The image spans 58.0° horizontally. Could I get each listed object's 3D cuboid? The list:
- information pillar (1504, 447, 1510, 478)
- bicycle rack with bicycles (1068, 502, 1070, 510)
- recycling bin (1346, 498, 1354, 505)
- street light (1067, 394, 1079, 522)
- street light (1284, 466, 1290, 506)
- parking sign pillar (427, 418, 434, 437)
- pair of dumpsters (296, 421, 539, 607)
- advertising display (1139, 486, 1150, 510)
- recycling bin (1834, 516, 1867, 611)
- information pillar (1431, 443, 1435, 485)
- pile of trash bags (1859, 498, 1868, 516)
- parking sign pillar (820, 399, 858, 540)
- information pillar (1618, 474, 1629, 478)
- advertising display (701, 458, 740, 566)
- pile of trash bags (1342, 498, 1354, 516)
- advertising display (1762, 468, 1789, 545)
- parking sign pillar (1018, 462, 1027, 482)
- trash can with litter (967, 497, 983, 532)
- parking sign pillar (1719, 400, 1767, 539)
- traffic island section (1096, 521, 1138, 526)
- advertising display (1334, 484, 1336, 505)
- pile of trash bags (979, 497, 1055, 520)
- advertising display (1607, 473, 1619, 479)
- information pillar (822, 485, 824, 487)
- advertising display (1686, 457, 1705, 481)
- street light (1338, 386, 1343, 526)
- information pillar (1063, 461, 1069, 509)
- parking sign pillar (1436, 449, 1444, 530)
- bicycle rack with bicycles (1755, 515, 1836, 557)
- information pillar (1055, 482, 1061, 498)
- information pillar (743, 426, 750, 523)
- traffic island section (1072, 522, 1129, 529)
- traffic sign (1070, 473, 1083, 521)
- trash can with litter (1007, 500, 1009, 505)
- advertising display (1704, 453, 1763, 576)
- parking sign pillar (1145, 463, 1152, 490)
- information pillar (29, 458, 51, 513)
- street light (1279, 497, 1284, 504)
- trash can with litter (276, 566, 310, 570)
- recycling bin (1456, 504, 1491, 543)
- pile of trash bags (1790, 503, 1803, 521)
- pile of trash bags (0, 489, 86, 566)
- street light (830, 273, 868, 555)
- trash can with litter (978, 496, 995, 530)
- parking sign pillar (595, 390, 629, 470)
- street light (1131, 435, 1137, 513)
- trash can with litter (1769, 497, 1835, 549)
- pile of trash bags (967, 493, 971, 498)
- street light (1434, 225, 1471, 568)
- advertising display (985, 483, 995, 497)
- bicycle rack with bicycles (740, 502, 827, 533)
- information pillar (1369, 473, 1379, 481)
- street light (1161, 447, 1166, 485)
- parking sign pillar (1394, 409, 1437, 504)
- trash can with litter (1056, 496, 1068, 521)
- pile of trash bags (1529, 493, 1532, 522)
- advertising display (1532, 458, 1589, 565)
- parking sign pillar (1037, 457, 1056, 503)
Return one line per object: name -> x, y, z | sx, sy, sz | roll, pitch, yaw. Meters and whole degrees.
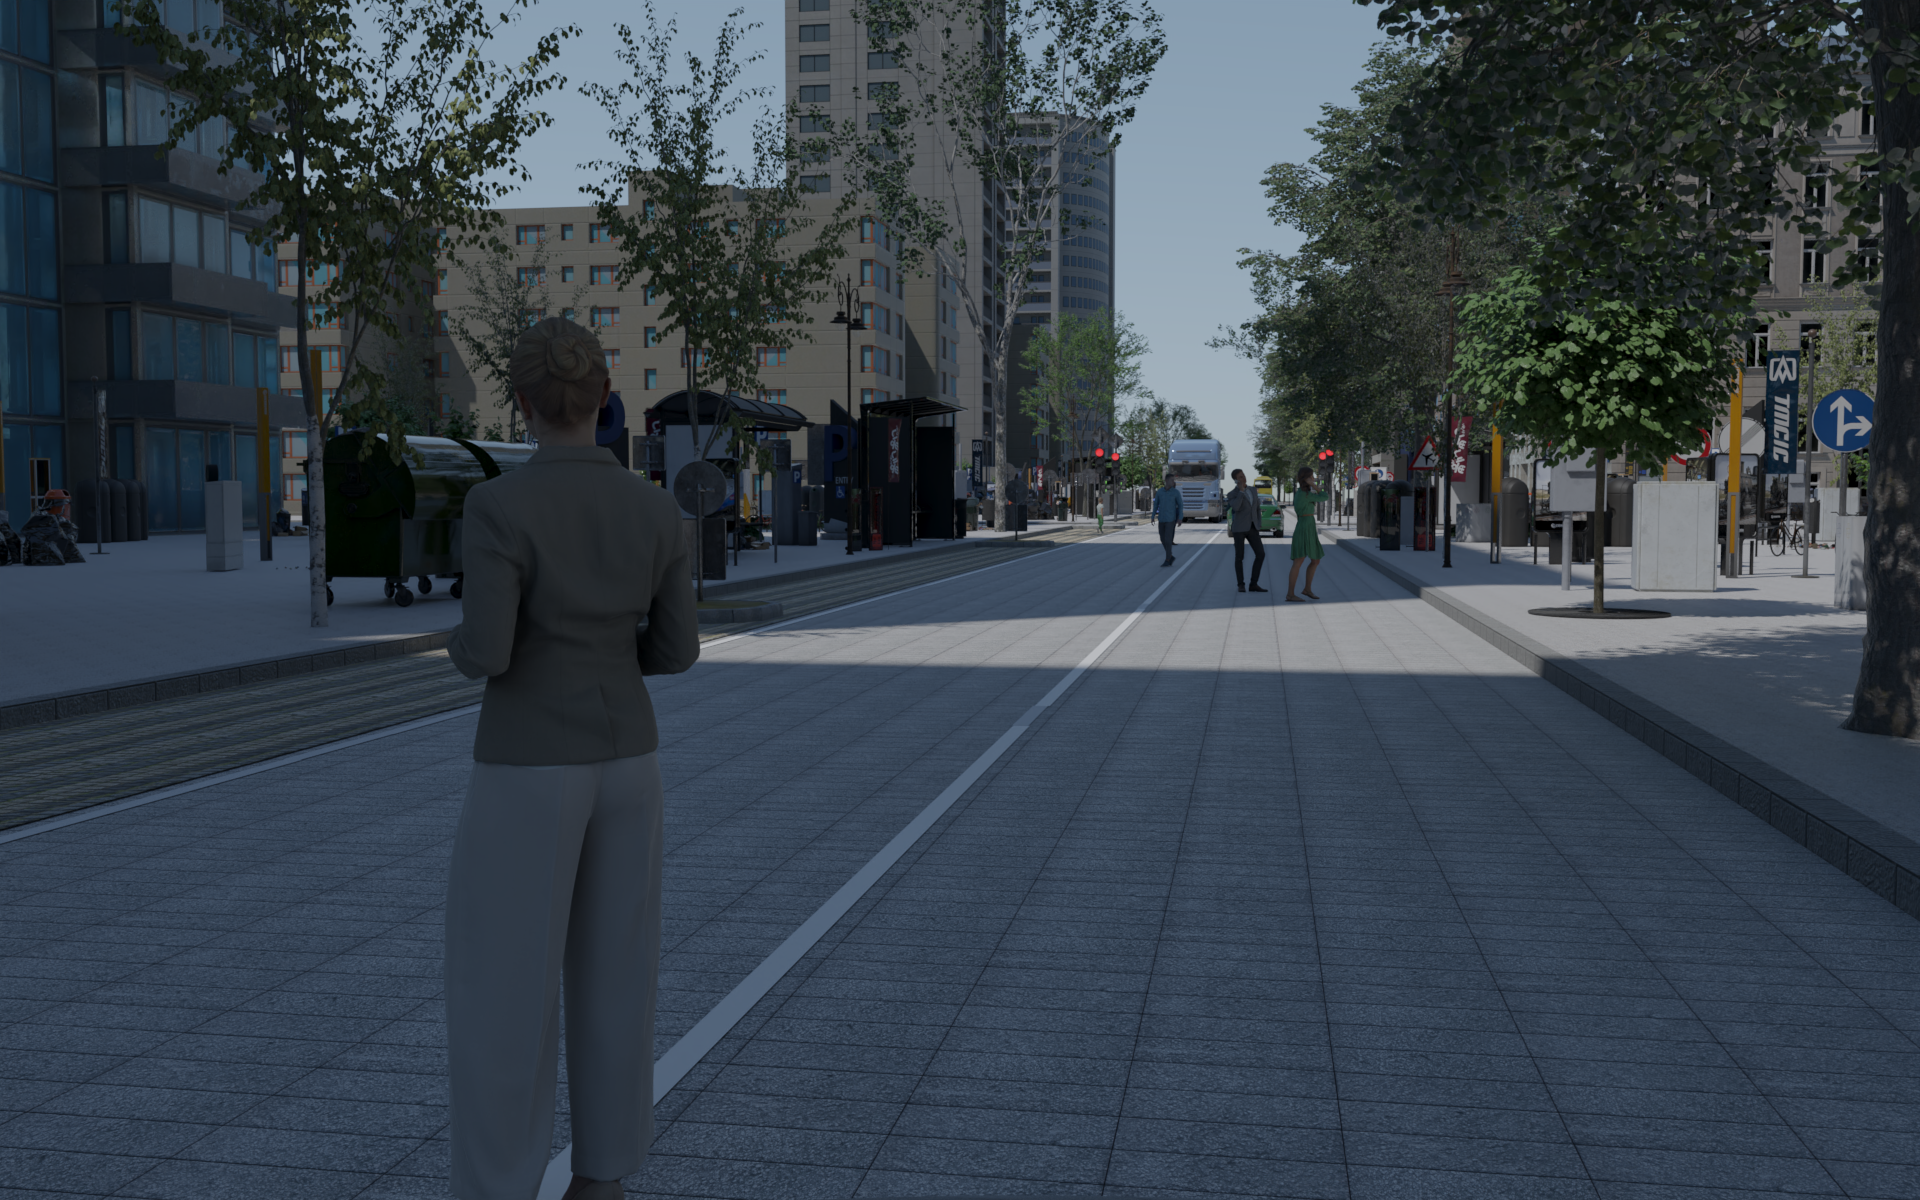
information pillar -> 26.474, -5.667, 84.011 | 0.504, 3.616, 0.183 | -2, 4, -35
bicycle rack with bicycles -> 9.806, -7.532, 136.535 | 2.852, 0.926, 2.925 | 0, 4, -8
recycling bin -> 24.793, -5.920, 109.341 | 0.722, 1.027, 0.722 | 0, 4, 0
street light -> 5.237, -6.559, 80.030 | 0.468, 5.910, 1.993 | 1, 4, 10
street light -> 35.774, -13.165, 188.040 | 0.468, 5.910, 1.993 | 1, 4, 10
parking sign pillar -> -18.819, -4.497, 61.994 | 1.447, 3.967, 1.447 | -1, 4, -23
pair of dumpsters -> -6.489, -1.170, 21.617 | 1.574, 2.255, 4.437 | 1, 4, 10
advertising display -> 14.481, -8.001, 136.028 | 0.974, 1.923, 0.123 | 2, 4, 34
recycling bin -> 10.238, -0.414, 19.319 | 0.722, 1.027, 0.722 | 1, 4, 13
information pillar -> 21.611, -5.409, 79.797 | 0.504, 3.616, 0.183 | 0, 4, 3
pile of trash bags -> 40.822, -4.229, 78.904 | 3.447, 1.369, 1.912 | -2, 4, -34
parking sign pillar -> -3.238, -3.691, 48.812 | 1.447, 3.967, 1.447 | 3, 5, 40
information pillar -> 24.779, -3.687, 64.770 | 0.304, 2.012, 0.304 | -2, 4, -24
advertising display -> -4.346, -1.586, 31.137 | 0.974, 1.923, 0.123 | 3, 4, 36
pile of trash bags -> 23.920, -5.579, 100.961 | 3.447, 1.369, 1.912 | -3, 5, -44
advertising display -> 20.556, -2.356, 43.735 | 0.974, 1.923, 0.123 | -2, 4, -31
parking sign pillar -> 5.298, -9.692, 146.934 | 1.447, 3.967, 1.447 | 1, 4, 16
trash can with litter -> 0.384, -2.952, 59.654 | 0.624, 1.170, 1.055 | 1, 4, 15
parking sign pillar -> 22.673, -3.771, 50.130 | 1.447, 3.967, 1.447 | -2, 4, -34
traffic island section -> 7.100, -3.487, 79.294 | 2.009, 0.180, 2.903 | 1, 4, 10
advertising display -> 25.296, -6.834, 116.953 | 0.123, 1.923, 0.974 | 1, 4, 9
pile of trash bags -> 2.972, -4.632, 85.478 | 3.447, 1.369, 1.912 | -3, 5, -42
advertising display -> 20.120, -3.000, 54.266 | 0.123, 1.923, 0.974 | -3, 5, -45
information pillar -> -7.327, -6.268, 93.839 | 0.183, 3.616, 0.504 | -3, 4, -38
advertising display -> 12.907, -1.532, 30.260 | 0.123, 1.923, 0.974 | 0, 4, 2
street light -> 15.116, -5.869, 68.753 | 0.468, 5.910, 1.993 | 1, 4, 10
information pillar -> 7.358, -8.045, 122.895 | 0.183, 3.616, 0.504 | -1, 4, -16
parking sign pillar -> 17.761, -4.522, 62.404 | 1.447, 3.967, 1.447 | 1, 4, 12
bicycle rack with bicycles -> 17.711, -1.349, 35.431 | 2.852, 0.926, 2.925 | 3, 5, 43
information pillar -> 5.815, -5.986, 102.356 | 0.304, 2.012, 0.304 | 1, 4, 15
information pillar -> -7.091, -4.052, 57.610 | 0.183, 3.616, 0.504 | 1, 4, 9
traffic island section -> 5.742, -3.006, 71.425 | 2.009, 0.180, 2.903 | 1, 4, 10
traffic sign -> 5.606, -4.977, 83.501 | 0.606, 2.300, 0.079 | 1, 4, 19
trash can with litter -> 2.144, -4.279, 81.353 | 0.624, 1.170, 1.055 | -2, 4, -24
advertising display -> 12.149, -1.347, 27.231 | 0.974, 1.923, 0.123 | -2, 4, -23
parking sign pillar -> 15.898, -9.783, 148.426 | 1.447, 3.967, 1.447 | -3, 5, -44
information pillar -> -18.830, -1.896, 35.491 | 0.304, 2.012, 0.304 | 3, 5, 42
street light -> 42.419, -15.529, 226.685 | 0.468, 5.910, 1.993 | 1, 4, 10
trash can with litter -> -10.495, -1.122, 29.398 | 1.678, 1.210, 2.233 | -3, 5, -40
recycling bin -> 13.668, -2.046, 46.008 | 0.722, 1.027, 0.722 | -1, 4, -17
pile of trash bags -> 40.686, -4.523, 83.710 | 3.447, 1.369, 1.912 | 0, 4, 2
pile of trash bags -> -17.238, -1.371, 32.168 | 1.912, 1.369, 3.447 | -1, 4, -11
street light -> -2.330, -3.894, 36.447 | 0.468, 5.910, 1.993 | 1, 4, 10
trash can with litter -> 0.653, -3.113, 61.947 | 2.233, 1.210, 1.678 | 0, 4, 1
parking sign pillar -> -6.734, -2.674, 32.188 | 1.447, 3.967, 1.447 | 2, 4, 30
street light -> 11.834, -8.923, 118.684 | 0.468, 5.910, 1.993 | 1, 4, 10
trash can with litter -> 20.165, -1.835, 41.066 | 1.678, 1.210, 2.233 | 1, 4, 22
pile of trash bags -> 1.527, -5.929, 106.697 | 3.447, 1.369, 1.912 | -3, 4, -36
street light -> 8.507, -3.503, 30.064 | 0.468, 5.910, 1.993 | 1, 4, 10
advertising display -> 1.982, -6.078, 104.595 | 0.974, 1.923, 0.123 | 0, 4, -6
bicycle rack with bicycles -> -5.446, -2.658, 56.847 | 2.925, 0.926, 2.852 | 0, 4, 3
information pillar -> 14.216, -3.365, 59.506 | 0.304, 2.012, 0.304 | 1, 4, 9
street light -> 18.186, -11.156, 155.186 | 0.468, 5.910, 1.993 | 1, 4, 10
parking sign pillar -> 14.149, -4.071, 55.040 | 1.447, 3.967, 1.447 | 2, 4, 27
trash can with litter -> 4.735, -4.285, 81.449 | 0.624, 1.170, 1.055 | -1, 4, -10
pile of trash bags -> 21.933, -3.272, 63.247 | 1.912, 1.369, 3.447 | -2, 4, -34
advertising display -> 10.885, -1.601, 31.396 | 0.974, 1.923, 0.123 | 0, 4, 8
parking sign pillar -> 6.200, -8.316, 124.445 | 1.447, 3.967, 1.447 | -1, 4, -11
